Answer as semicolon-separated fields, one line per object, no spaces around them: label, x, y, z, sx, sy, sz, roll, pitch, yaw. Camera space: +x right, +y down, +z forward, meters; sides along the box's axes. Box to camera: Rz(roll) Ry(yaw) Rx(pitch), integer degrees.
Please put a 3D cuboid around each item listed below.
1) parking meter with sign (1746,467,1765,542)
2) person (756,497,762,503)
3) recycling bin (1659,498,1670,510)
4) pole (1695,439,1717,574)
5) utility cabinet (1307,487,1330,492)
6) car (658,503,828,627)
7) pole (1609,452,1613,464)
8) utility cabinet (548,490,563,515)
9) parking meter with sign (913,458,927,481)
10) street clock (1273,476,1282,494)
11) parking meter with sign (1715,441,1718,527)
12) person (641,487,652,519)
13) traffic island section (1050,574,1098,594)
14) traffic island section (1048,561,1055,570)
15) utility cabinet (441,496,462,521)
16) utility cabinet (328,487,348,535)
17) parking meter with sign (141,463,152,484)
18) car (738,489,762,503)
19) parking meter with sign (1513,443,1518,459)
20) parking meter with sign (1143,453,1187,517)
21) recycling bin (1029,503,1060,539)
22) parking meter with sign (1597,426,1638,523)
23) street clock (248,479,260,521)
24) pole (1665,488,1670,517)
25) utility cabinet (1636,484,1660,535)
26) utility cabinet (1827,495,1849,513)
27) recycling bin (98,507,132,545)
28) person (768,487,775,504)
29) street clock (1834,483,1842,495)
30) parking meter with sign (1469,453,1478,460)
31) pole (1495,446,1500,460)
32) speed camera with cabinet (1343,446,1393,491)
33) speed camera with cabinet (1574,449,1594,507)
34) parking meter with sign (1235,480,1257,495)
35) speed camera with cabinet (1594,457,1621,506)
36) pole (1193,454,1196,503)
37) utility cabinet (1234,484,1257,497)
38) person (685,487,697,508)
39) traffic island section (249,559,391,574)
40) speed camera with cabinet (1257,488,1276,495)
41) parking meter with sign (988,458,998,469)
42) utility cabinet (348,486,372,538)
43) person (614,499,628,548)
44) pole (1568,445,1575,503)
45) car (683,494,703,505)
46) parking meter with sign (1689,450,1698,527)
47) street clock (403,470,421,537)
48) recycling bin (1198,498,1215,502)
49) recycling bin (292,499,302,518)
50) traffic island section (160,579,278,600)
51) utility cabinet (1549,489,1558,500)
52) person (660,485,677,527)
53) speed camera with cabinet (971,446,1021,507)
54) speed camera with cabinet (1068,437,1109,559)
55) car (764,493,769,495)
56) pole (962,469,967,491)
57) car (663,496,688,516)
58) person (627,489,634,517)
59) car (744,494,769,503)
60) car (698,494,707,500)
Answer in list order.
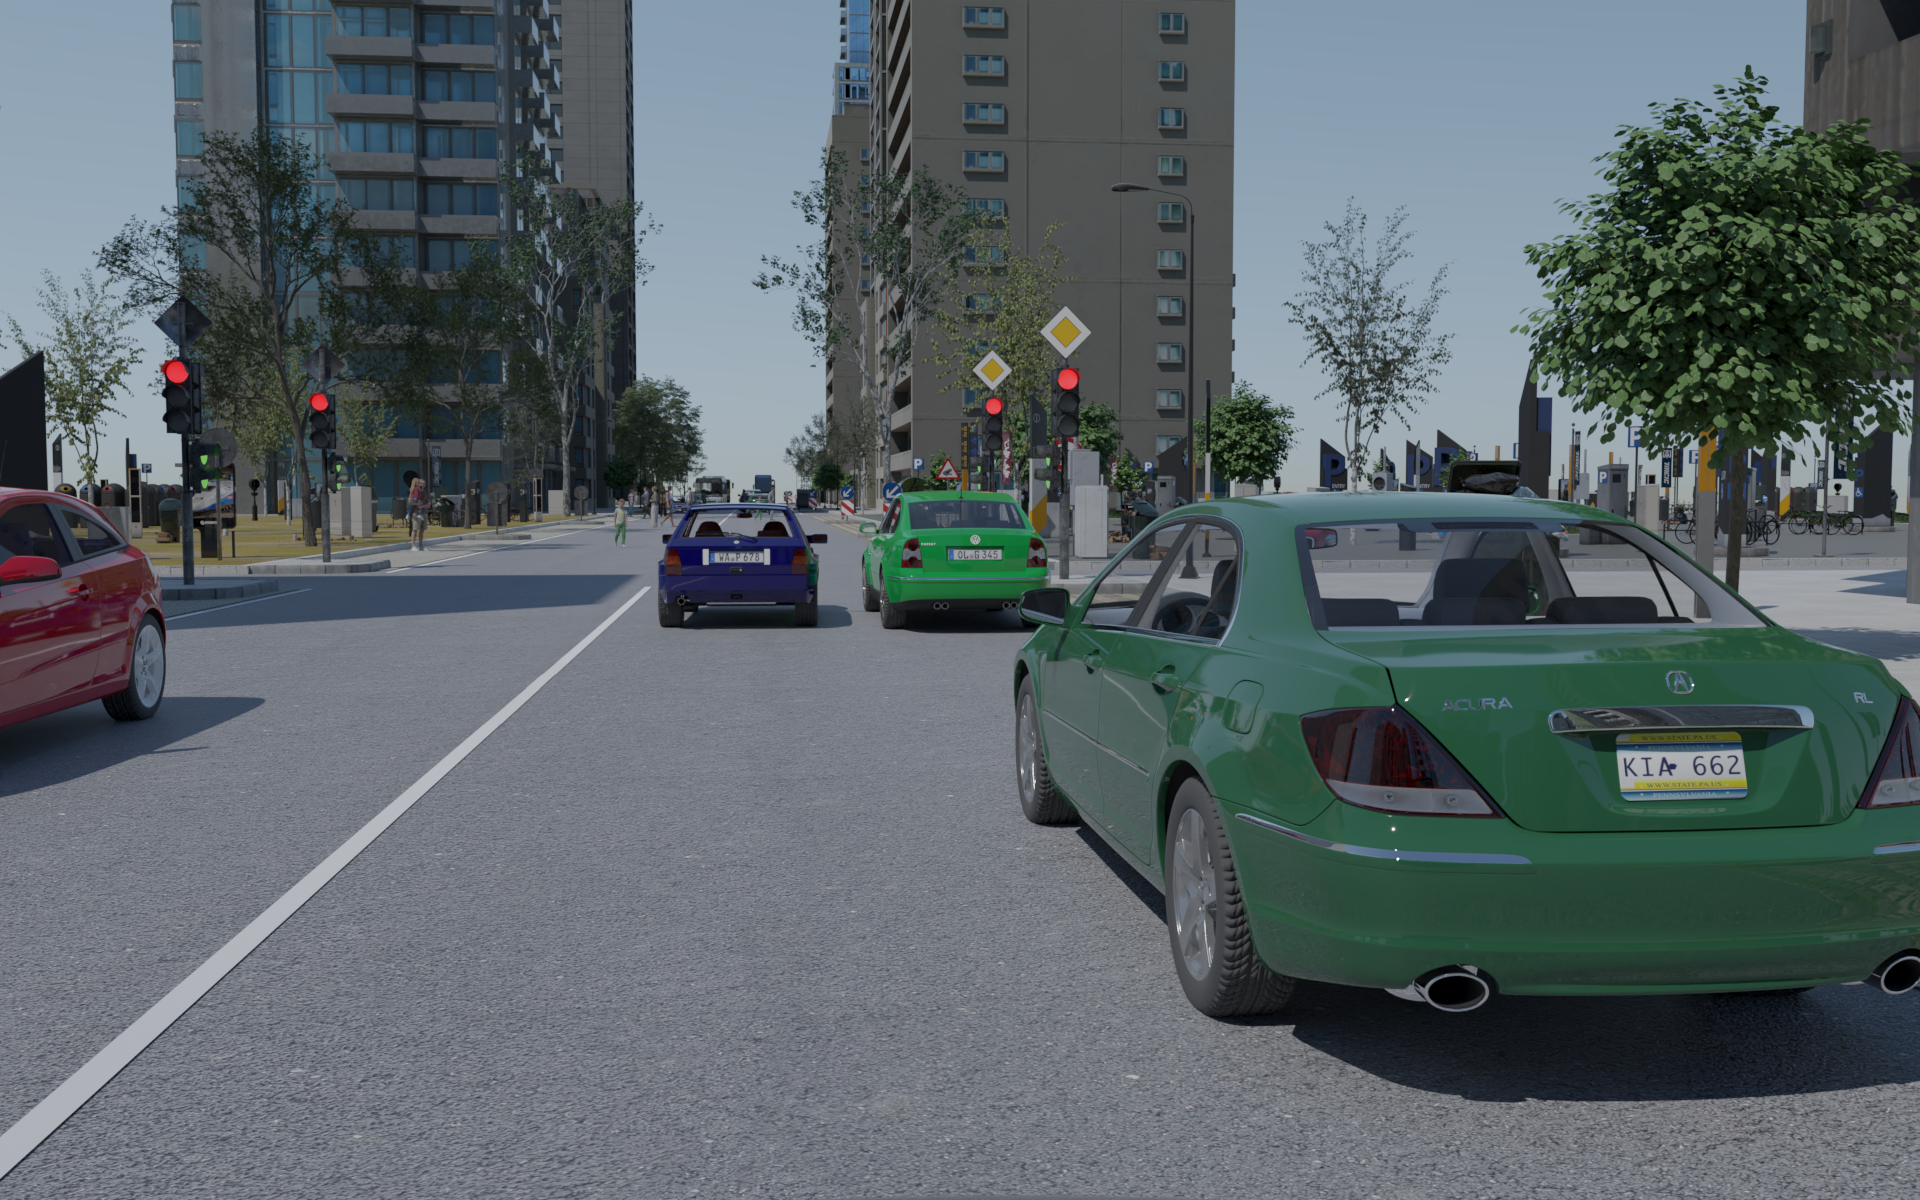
parking meter with sign;21.266;-3.093;46.823;0.543;3.016;1.738;2;4;33
person;-10.415;-4.698;89.567;0.590;1.304;0.306;2;4;35
recycling bin;40.639;-5.373;100.398;0.722;1.027;0.722;-3;5;-43
pole;7.696;-1.468;17.844;0.158;3.312;0.155;0;3;0
utility cabinet;11.179;-2.771;53.977;0.318;1.500;1.173;2;4;33
car;-2.500;-0.455;20.025;1.945;1.354;3.894;0;4;-5
pole;31.394;-5.489;83.585;0.158;3.312;0.155;0;3;0
utility cabinet;-24.287;-5.883;104.859;1.173;1.500;0.318;0;4;3
parking meter with sign;-1.700;-5.431;85.059;0.543;3.016;1.738;1;4;23
street clock;12.973;-4.054;70.852;0.358;2.002;0.471;1;4;19
parking meter with sign;25.831;-3.744;57.470;1.738;3.016;0.543;-1;4;-13
person;-18.114;-5.608;100.158;0.822;1.834;0.622;-3;4;-36
traffic island section;1.591;-0.232;26.070;2.009;0.180;2.903;0;4;-7
traffic island section;0.647;-0.717;33.999;2.009;0.180;2.903;0;4;-7
utility cabinet;-22.262;-3.957;75.865;0.306;1.237;1.020;2;4;24
utility cabinet;-19.323;-2.762;53.830;0.318;1.500;1.173;-3;5;-41
parking meter with sign;-46.871;-6.291;99.117;1.738;3.016;0.543;3;5;42
car;-17.557;-8.393;145.903;2.281;1.827;5.304;-1;4;-9
parking meter with sign;18.770;-3.777;58.016;0.543;3.016;1.738;1;4;19
parking meter with sign;8.733;-4.712;73.304;1.738;3.016;0.543;2;4;27
recycling bin;2.453;-2.309;50.311;0.722;1.027;0.722;-1;4;-21
parking meter with sign;16.591;-2.925;44.092;1.738;3.016;0.543;-2;4;-24
street clock;-33.797;-4.796;82.981;0.358;2.002;0.471;2;4;33
pole;36.280;-5.809;88.820;0.158;3.312;0.155;0;3;0
utility cabinet;15.196;-1.813;38.323;0.318;1.500;1.173;1;4;13
utility cabinet;40.864;-4.257;80.770;0.306;1.237;1.020;-2;4;-30
recycling bin;-16.564;-1.296;33.745;0.722;1.027;0.722;-1;4;-21
person;-10.235;-5.244;94.335;0.391;1.810;0.635;0;4;2
street clock;58.211;-6.747;114.887;0.358;2.002;0.471;-1;4;-21
parking meter with sign;20.987;-4.712;73.304;1.738;3.016;0.543;-1;4;-15
pole;22.594;-4.833;72.867;0.158;3.312;0.155;0;3;0
speed camera with cabinet;16.984;-4.765;72.247;2.038;3.252;0.660;3;5;41
speed camera with cabinet;27.331;-5.054;76.975;0.660;3.252;2.038;0;4;0
parking meter with sign;14.413;-5.500;86.178;1.738;3.016;0.543;-1;4;-22
speed camera with cabinet;34.591;-6.023;92.809;2.038;3.252;0.660;3;5;42
pole;8.393;-4.187;62.305;0.158;3.312;0.155;0;3;0
utility cabinet;6.197;-1.766;37.561;0.318;1.500;1.173;0;4;0
person;-15.179;-5.455;97.782;0.679;1.850;0.850;-1;4;-17
traffic island section;-11.907;-0.626;32.516;2.009;0.180;2.903;0;4;-7
speed camera with cabinet;18.363;-6.764;104.933;0.660;3.252;2.038;-1;4;-23
parking meter with sign;1.019;-5.229;81.757;0.543;3.016;1.738;3;5;43
utility cabinet;-17.551;-2.577;50.805;0.318;1.500;1.173;-2;4;-34
person;-9.122;-2.066;46.525;0.306;1.304;0.590;-2;4;-35
pole;25.201;-4.744;71.401;0.158;3.312;0.155;0;3;0
car;-22.075;-7.968;142.067;2.131;1.459;4.920;0;4;-6
parking meter with sign;29.024;-4.361;67.563;0.543;3.016;1.738;0;4;1
street clock;-16.466;-2.905;52.059;0.471;2.002;0.358;0;4;-4
recycling bin;14.819;-5.602;104.153;0.722;1.027;0.722;-2;4;-31
recycling bin;-35.377;-4.872;92.205;0.722;1.027;0.722;-2;4;-27
traffic island section;-10.963;-0.141;24.586;2.009;0.180;2.903;0;4;-7
utility cabinet;28.074;-4.484;81.987;1.173;1.500;0.318;1;4;21
person;-12.740;-4.103;75.677;0.778;1.811;0.616;1;4;9
speed camera with cabinet;1.504;-4.759;72.150;2.038;3.252;0.660;-1;4;-14
speed camera with cabinet;2.614;-2.495;35.130;0.660;3.252;2.038;0;4;-3
car;-24.020;-12.459;212.745;2.155;1.783;4.494;0;4;-7
pole;0.160;-4.046;59.991;0.158;3.312;0.155;0;3;0
car;-18.448;-6.141;112.990;1.945;1.354;3.894;0;4;-8
person;-20.417;-5.995;107.351;0.643;1.720;0.563;-2;4;-35
car;-13.769;-6.555;118.969;2.131;1.459;4.920;0;4;-8
car;-22.648;-8.307;147.611;2.131;1.459;4.920;-1;4;-9
